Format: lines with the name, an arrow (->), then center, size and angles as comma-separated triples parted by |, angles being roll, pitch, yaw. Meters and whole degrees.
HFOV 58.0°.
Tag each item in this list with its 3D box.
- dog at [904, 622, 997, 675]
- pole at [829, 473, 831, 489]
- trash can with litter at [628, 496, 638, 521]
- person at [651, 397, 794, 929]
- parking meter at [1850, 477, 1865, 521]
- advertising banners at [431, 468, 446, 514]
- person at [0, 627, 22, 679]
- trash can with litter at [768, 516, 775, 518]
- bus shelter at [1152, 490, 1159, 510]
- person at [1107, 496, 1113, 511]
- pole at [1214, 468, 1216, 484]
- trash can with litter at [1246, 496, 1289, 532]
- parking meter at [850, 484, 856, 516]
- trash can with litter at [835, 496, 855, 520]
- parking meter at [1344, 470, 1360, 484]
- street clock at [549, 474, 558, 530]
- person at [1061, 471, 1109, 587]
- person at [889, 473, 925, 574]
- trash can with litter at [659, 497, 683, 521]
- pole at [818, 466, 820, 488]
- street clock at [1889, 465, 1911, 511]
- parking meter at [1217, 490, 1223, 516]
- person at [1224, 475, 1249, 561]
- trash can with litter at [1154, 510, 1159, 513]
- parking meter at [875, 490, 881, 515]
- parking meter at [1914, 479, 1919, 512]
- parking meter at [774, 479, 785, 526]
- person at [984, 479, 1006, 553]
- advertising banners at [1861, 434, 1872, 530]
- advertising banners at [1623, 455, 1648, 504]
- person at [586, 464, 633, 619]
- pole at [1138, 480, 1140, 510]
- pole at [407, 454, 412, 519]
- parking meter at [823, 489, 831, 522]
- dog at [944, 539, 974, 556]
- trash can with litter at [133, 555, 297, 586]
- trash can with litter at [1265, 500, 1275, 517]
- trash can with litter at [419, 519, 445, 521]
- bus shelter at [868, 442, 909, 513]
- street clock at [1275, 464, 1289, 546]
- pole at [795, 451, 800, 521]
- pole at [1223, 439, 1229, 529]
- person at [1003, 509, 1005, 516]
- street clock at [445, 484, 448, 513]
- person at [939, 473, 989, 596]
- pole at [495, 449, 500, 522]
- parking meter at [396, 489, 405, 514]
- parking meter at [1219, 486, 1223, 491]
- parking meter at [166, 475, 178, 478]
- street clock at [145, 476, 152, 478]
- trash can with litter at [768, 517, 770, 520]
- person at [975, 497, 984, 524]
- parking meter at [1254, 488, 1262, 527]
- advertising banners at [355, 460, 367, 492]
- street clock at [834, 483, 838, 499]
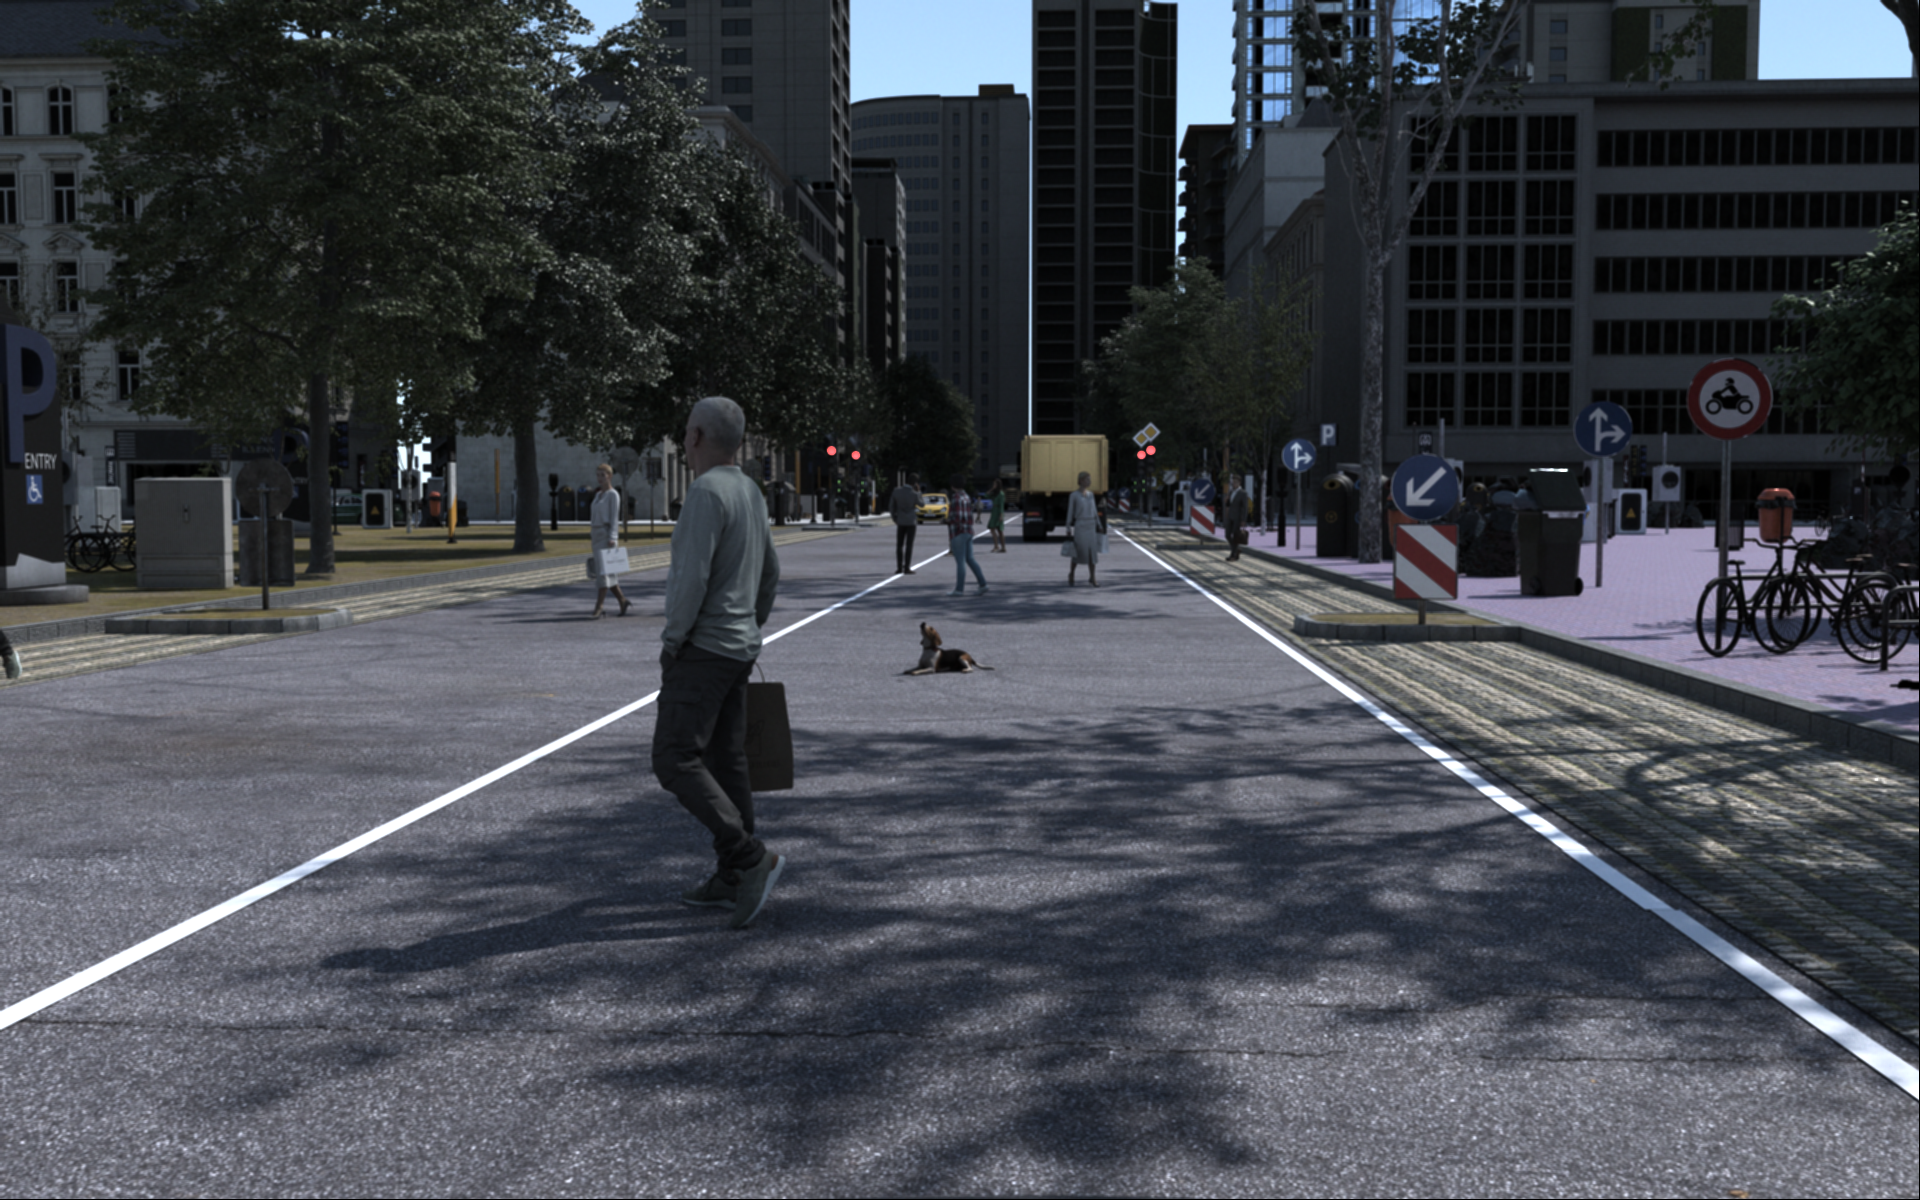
dog -> -0.071, 0.384, 13.921 | 0.748, 0.427, 0.550 | 0, 4, 2
pole -> -9.273, -7.971, 124.164 | 0.158, 3.312, 0.155 | 0, 3, 0
trash can with litter -> -15.809, -4.388, 83.136 | 0.624, 1.170, 1.055 | 0, 4, -8
person -> -0.780, 0.179, 6.055 | 0.515, 1.767, 0.782 | 1, 4, 13
parking meter -> 30.560, -3.259, 58.993 | 0.399, 1.863, 0.255 | 3, 4, 36
advertising banners -> -37.805, -7.931, 125.863 | 0.090, 3.025, 2.074 | 1, 4, 17
person -> -7.693, -0.267, 13.345 | 0.782, 1.767, 0.515 | 2, 4, 26
trash can with litter -> -10.631, -4.894, 91.072 | 2.233, 1.210, 1.678 | -2, 4, -32
bus shelter -> 15.210, -8.536, 133.488 | 2.014, 3.302, 5.546 | 0, 4, 3
person -> 11.425, -7.523, 131.685 | 0.537, 1.800, 0.526 | 3, 4, 36
pole -> 19.810, -8.610, 134.623 | 0.158, 3.312, 0.155 | 0, 3, 0
trash can with litter -> 10.418, -2.946, 59.227 | 1.678, 1.210, 2.233 | 1, 4, 23
parking meter -> -6.122, -5.782, 100.239 | 0.399, 1.863, 0.255 | 1, 4, 19
trash can with litter -> -5.785, -4.664, 87.645 | 1.055, 1.170, 0.624 | 2, 4, 24
parking meter -> 9.475, -2.210, 41.853 | 0.399, 1.863, 0.255 | 2, 4, 25
street clock -> -14.334, -3.458, 61.113 | 0.358, 2.002, 0.471 | -2, 4, -25
person -> 1.931, -1.102, 26.873 | 0.694, 1.780, 0.624 | -1, 4, -16
person -> -0.958, -1.368, 31.043 | 0.592, 1.802, 0.473 | 2, 4, 33
trash can with litter -> -13.616, -4.293, 81.574 | 1.055, 1.170, 0.624 | -1, 4, -16
pole -> -10.349, -8.158, 127.231 | 0.158, 3.312, 0.155 | 0, 3, 0
street clock -> 23.583, -2.381, 43.492 | 0.471, 2.002, 0.358 | 2, 4, 35
parking meter -> 14.054, -5.211, 93.617 | 0.372, 1.533, 0.369 | 0, 3, 0
person -> 5.870, -1.731, 36.760 | 0.622, 1.834, 0.822 | 3, 5, 40
trash can with litter -> 14.318, -6.748, 121.388 | 2.233, 1.210, 1.678 | 0, 4, 3
parking meter -> -4.948, -5.879, 104.531 | 0.372, 1.533, 0.369 | 0, 3, 0
parking meter -> 36.181, -3.639, 65.204 | 0.255, 1.863, 0.399 | -3, 5, -44
parking meter -> -7.217, -3.887, 69.269 | 0.255, 1.863, 0.399 | 2, 4, 35
person -> 0.933, -2.052, 42.301 | 0.529, 1.795, 0.600 | -2, 4, -34
advertising banners -> 20.413, -2.621, 39.036 | 0.090, 3.025, 2.074 | 2, 4, 32
advertising banners -> 29.726, -4.900, 76.302 | 0.090, 3.025, 2.074 | -1, 4, -8
person -> -4.039, -0.680, 19.975 | 0.624, 1.780, 0.694 | -2, 4, -28
pole -> 14.126, -8.700, 136.084 | 0.158, 3.312, 0.155 | 0, 3, 0
pole -> -28.182, -5.801, 88.681 | 0.158, 3.312, 0.155 | 0, 3, 0
parking meter -> -6.217, -4.421, 80.696 | 0.372, 1.533, 0.369 | 0, 3, 0
dog -> -0.011, -1.231, 40.325 | 0.748, 0.427, 0.550 | 0, 4, 0
trash can with litter -> -10.839, -0.866, 25.222 | 2.233, 1.210, 1.678 | -2, 4, -27
trash can with litter -> 16.157, -4.886, 91.272 | 0.624, 1.170, 1.055 | -3, 5, -45
trash can with litter -> -24.982, -4.381, 82.680 | 2.233, 1.210, 1.678 | 3, 5, 39
bus shelter -> -5.105, -8.821, 121.847 | 2.179, 5.291, 8.768 | 0, 4, 4
street clock -> 7.884, -2.314, 42.407 | 0.358, 2.002, 0.471 | 0, 4, 7
pole -> -7.590, -5.334, 81.059 | 0.158, 3.312, 0.155 | 0, 3, 0
pole -> 9.844, -4.296, 64.088 | 0.158, 3.312, 0.155 | 0, 3, 0
person -> 2.815, -6.284, 115.516 | 0.394, 1.301, 0.425 | 0, 4, 8
street clock -> -35.353, -7.024, 119.404 | 0.471, 2.002, 0.358 | -2, 4, -24
person -> 0.054, -0.919, 24.362 | 0.643, 1.720, 0.563 | 2, 4, 23
pole -> -21.030, -5.194, 78.757 | 0.158, 3.312, 0.155 | 0, 3, 0
parking meter -> -25.526, -4.322, 79.078 | 0.372, 1.533, 0.369 | 0, 3, 0
parking meter -> 15.477, -5.914, 102.400 | 0.399, 1.863, 0.255 | 2, 4, 24
parking meter -> -24.687, -2.964, 54.177 | 0.399, 1.863, 0.255 | 1, 4, 19
street clock -> -32.763, -4.000, 69.973 | 0.358, 2.002, 0.471 | -3, 4, -36
trash can with litter -> -9.701, -4.450, 84.142 | 0.624, 1.170, 1.055 | 1, 4, 20
person -> 0.932, -4.337, 83.679 | 0.475, 1.303, 0.640 | -3, 5, -40
parking meter -> 11.777, -3.654, 68.161 | 0.372, 1.533, 0.369 | 0, 3, 0
advertising banners -> -31.366, -5.698, 89.344 | 0.090, 3.025, 2.074 | 2, 4, 27
street clock -> -7.568, -6.183, 105.665 | 0.471, 2.002, 0.358 | -1, 4, -14
